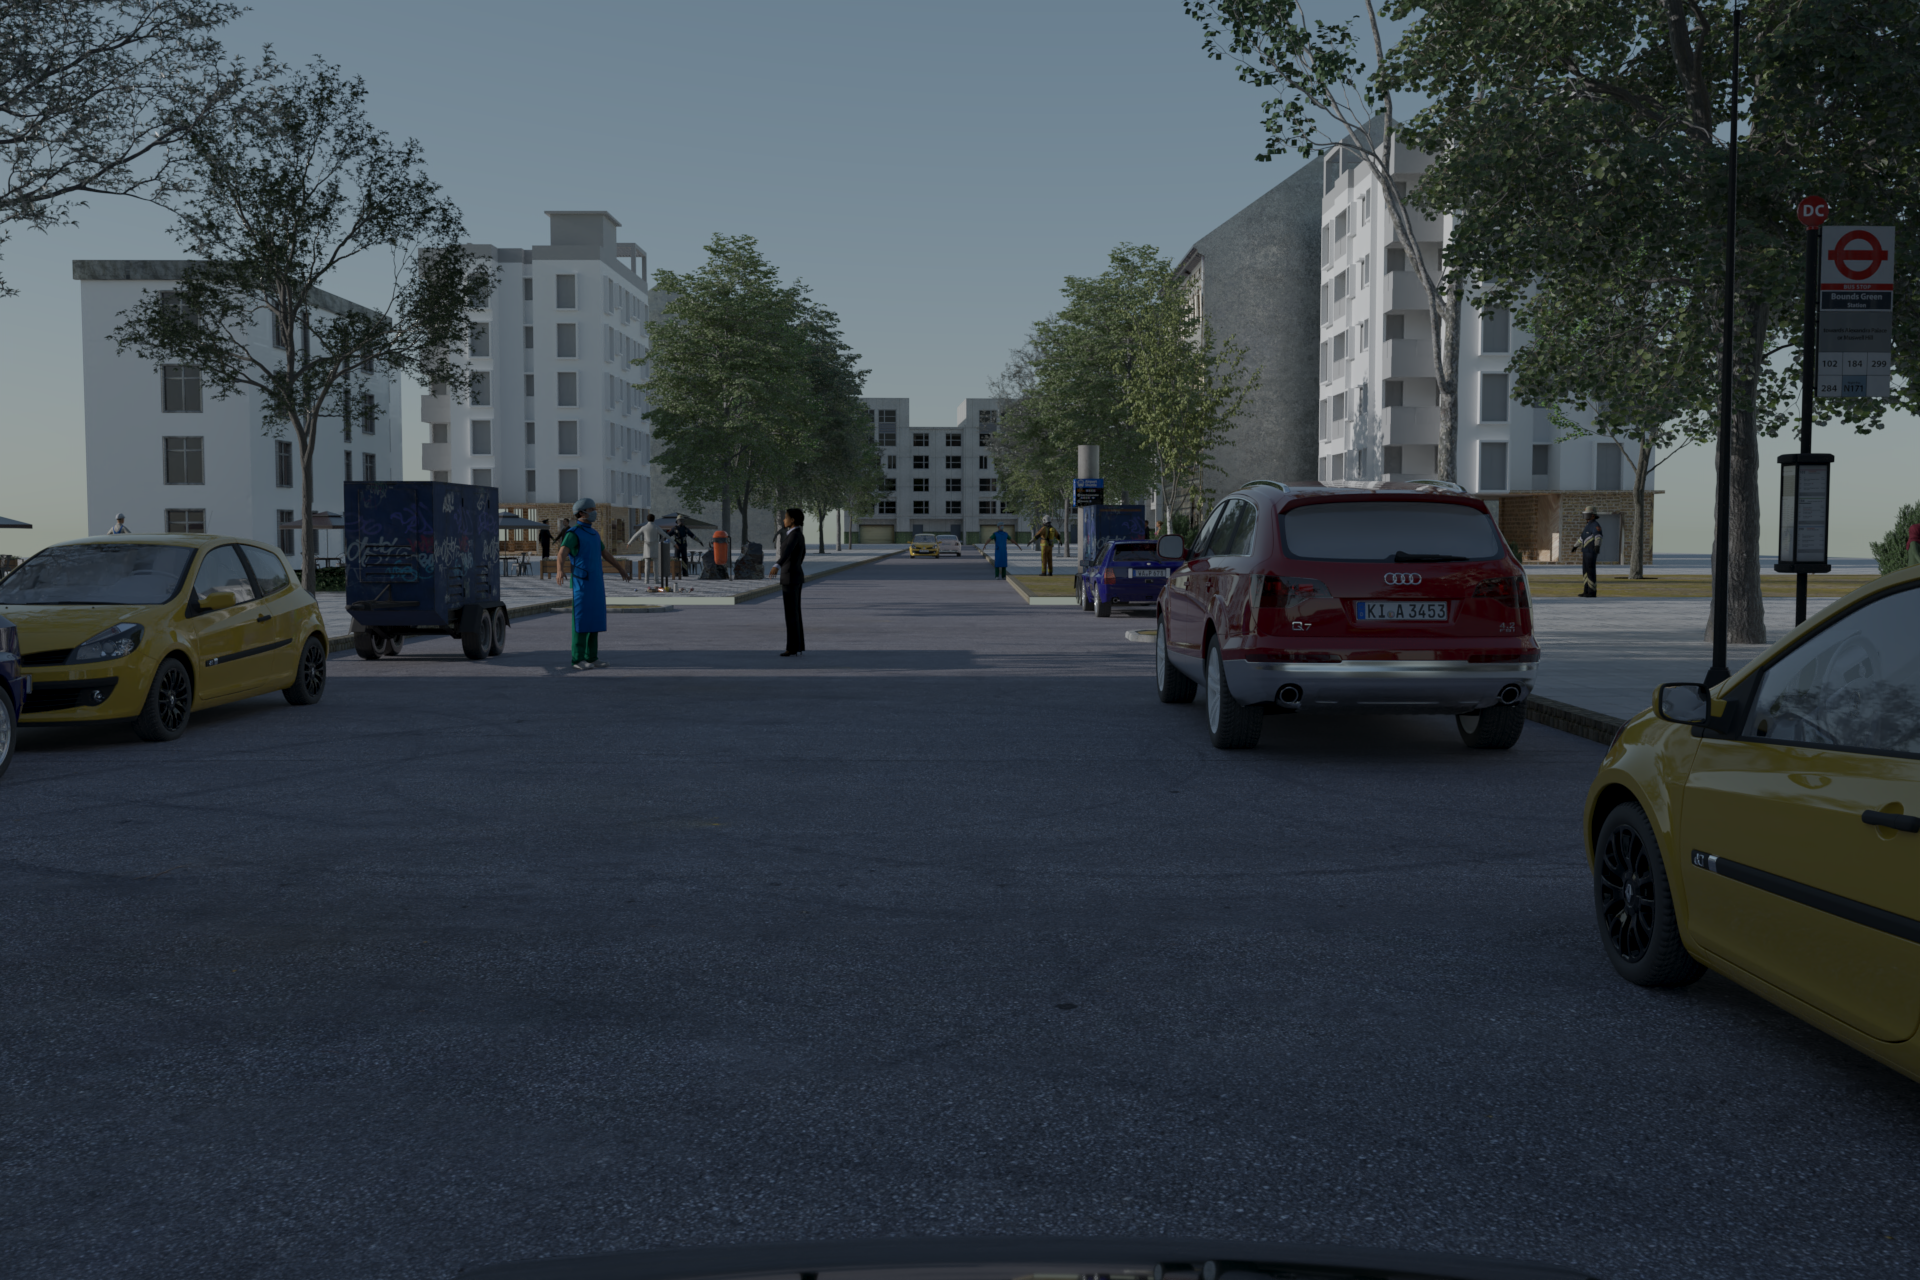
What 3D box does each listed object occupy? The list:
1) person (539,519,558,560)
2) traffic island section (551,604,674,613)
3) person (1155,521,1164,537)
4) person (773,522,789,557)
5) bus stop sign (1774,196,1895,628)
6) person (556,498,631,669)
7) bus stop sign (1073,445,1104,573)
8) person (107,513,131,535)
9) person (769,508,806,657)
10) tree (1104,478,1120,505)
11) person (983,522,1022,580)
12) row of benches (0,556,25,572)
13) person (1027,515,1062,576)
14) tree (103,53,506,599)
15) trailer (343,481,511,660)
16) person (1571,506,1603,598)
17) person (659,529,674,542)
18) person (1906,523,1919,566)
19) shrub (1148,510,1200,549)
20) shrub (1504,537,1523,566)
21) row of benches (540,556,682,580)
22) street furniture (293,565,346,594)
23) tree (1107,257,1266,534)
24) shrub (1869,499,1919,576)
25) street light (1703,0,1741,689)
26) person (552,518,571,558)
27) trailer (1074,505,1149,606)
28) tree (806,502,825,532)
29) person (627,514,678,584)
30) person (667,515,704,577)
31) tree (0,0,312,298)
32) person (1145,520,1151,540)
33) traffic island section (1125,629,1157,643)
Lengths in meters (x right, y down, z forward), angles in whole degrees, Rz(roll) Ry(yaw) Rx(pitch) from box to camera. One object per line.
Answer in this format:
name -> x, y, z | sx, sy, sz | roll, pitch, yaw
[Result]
person -> -15.007, -3.482, 62.867 | 0.705, 1.837, 1.347 | -3, 5, -40
traffic island section -> -6.412, -0.575, 32.273 | 1.991, 0.108, 1.994 | 0, 4, 0
person -> 6.609, -3.143, 58.189 | 0.721, 1.733, 1.217 | 1, 4, 19
person -> -7.445, -4.124, 73.553 | 1.348, 1.813, 0.705 | -3, 5, -43
bus stop sign -> 6.944, -1.533, 13.766 | 0.855, 3.939, 0.416 | 0, 3, 0
person -> -3.963, -0.606, 18.490 | 0.704, 1.817, 1.347 | 1, 4, 20
bus stop sign -> 3.822, -3.825, 51.551 | 0.837, 3.901, 0.837 | 0, 4, 0
person -> -22.878, -2.533, 47.274 | 1.347, 1.847, 0.705 | 1, 4, 16
person -> -2.039, -0.685, 20.376 | 0.721, 1.740, 1.216 | 0, 4, 8
tree -> 21.113, -17.875, 226.675 | 7.601, 10.594, 8.767 | 0, 4, -3
person -> 1.298, -2.805, 54.438 | 1.347, 1.817, 0.704 | -1, 4, -23
row of benches -> -26.849, -2.186, 51.197 | 4.104, 0.672, 1.422 | -1, 4, -12
person -> 2.634, -2.875, 52.772 | 1.354, 1.858, 0.705 | -3, 4, -36
tree -> -12.240, -6.025, 32.927 | 8.767, 10.594, 7.601 | 1, 4, 22
trailer -> -6.126, -0.752, 19.340 | 1.471, 1.999, 3.904 | 0, 3, 0
person -> 12.724, -1.785, 35.057 | 0.704, 1.845, 1.351 | 0, 4, 0
person -> -11.439, -3.713, 66.854 | 1.345, 1.843, 0.704 | -1, 4, -9
person -> 14.042, -0.986, 25.335 | 0.599, 1.438, 0.989 | 2, 4, 25
shrub -> 6.289, -2.826, 50.632 | 1.690, 2.028, 1.600 | 0, 3, 0
shrub -> 14.598, -2.154, 46.337 | 1.383, 1.207, 1.383 | 0, 3, 0
row of benches -> -9.744, -2.035, 48.729 | 4.104, 0.672, 1.422 | 1, 4, 9
street furniture -> -15.667, -1.608, 41.909 | 5.734, 0.657, 10.072 | -3, 5, -42
tree -> 5.705, -5.850, 46.005 | 4.737, 8.622, 4.395 | 0, 3, 0
shrub -> 20.222, -1.972, 36.660 | 1.690, 2.028, 1.600 | 0, 3, 0
street light -> 6.757, -2.535, 13.994 | 1.470, 5.913, 1.316 | 0, 4, 0
person -> -13.182, -3.167, 57.924 | 1.346, 1.812, 0.704 | 3, 5, 43
trailer -> 3.074, -1.747, 35.607 | 1.471, 1.999, 3.904 | 0, 4, -1
tree -> -18.535, -17.110, 230.103 | 4.737, 8.622, 4.395 | 0, 3, 0
person -> -7.960, -2.358, 44.743 | 1.347, 1.806, 0.705 | 0, 4, 3
person -> -8.361, -2.819, 51.868 | 1.354, 1.856, 0.705 | -1, 4, -22
tree -> -12.787, -6.649, 19.084 | 12.009, 13.543, 11.850 | 0, 3, 0
person -> 6.900, -3.564, 64.494 | 0.704, 1.802, 1.346 | 0, 4, -6
traffic island section -> 3.287, -0.050, 23.678 | 1.991, 0.108, 1.994 | 0, 4, 1
